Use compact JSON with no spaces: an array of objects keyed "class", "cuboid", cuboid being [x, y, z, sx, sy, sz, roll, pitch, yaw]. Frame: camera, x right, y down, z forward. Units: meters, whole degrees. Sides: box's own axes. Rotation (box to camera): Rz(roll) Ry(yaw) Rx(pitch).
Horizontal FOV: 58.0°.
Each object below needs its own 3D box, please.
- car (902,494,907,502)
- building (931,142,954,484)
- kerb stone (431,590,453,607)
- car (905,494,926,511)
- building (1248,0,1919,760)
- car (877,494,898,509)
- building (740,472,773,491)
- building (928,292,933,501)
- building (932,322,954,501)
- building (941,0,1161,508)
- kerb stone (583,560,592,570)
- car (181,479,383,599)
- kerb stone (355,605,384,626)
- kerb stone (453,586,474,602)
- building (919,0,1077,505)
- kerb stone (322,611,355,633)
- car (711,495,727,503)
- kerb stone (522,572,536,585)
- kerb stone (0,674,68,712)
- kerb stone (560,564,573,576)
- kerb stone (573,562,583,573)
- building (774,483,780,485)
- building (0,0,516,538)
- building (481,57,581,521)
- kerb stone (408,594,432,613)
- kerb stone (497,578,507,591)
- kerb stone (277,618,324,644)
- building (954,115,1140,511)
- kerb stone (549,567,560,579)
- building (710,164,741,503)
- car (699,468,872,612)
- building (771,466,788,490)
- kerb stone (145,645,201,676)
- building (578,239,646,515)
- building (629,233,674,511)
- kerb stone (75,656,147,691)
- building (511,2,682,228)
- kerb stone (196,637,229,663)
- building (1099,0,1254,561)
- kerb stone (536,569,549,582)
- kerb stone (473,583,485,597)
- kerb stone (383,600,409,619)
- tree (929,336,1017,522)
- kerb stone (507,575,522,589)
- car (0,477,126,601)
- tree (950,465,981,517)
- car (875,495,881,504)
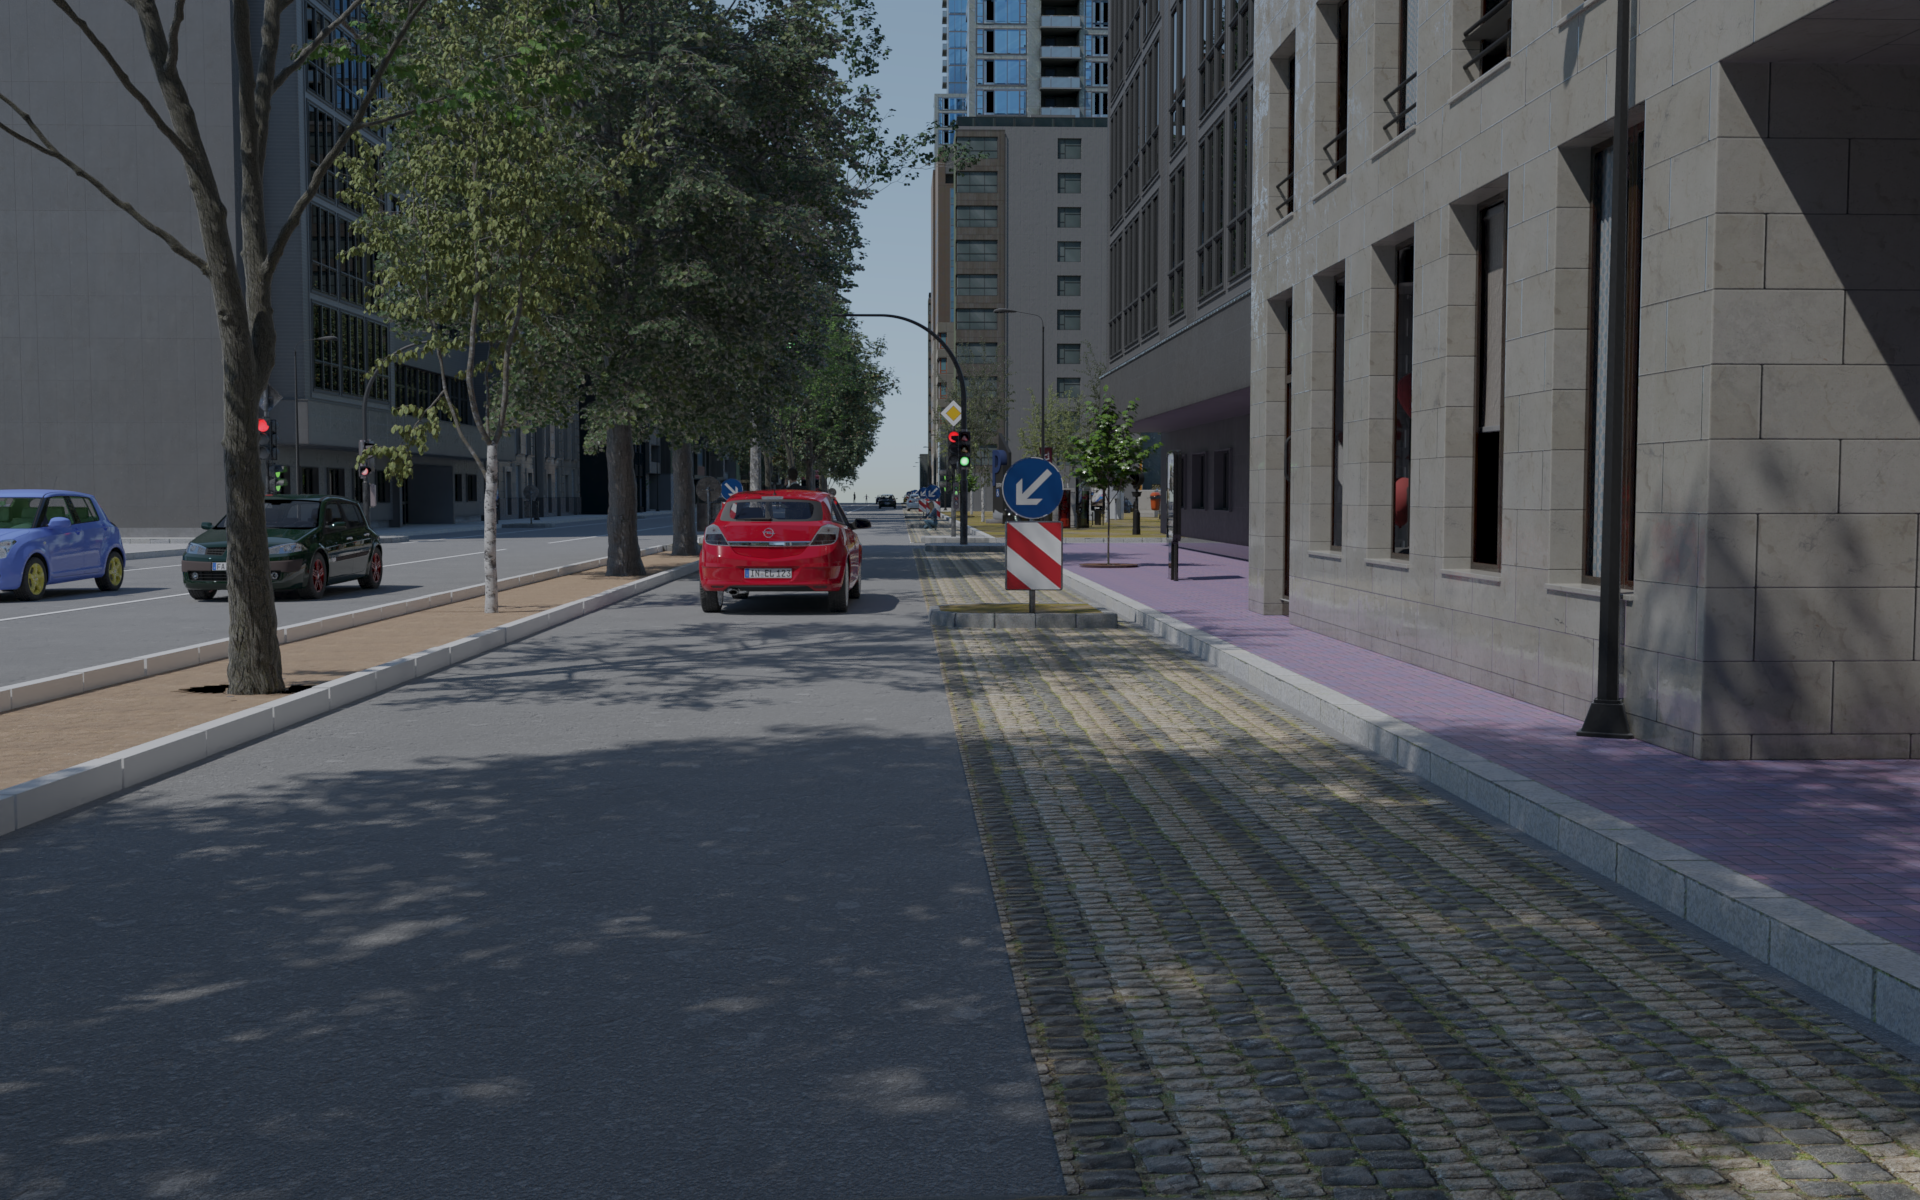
[{"class":"car","cuboid":[-7.918,-15.704,266.982,2.015,1.641,3.980,0,4,-3]},{"class":"building","cuboid":[3.964,-34.794,218.987,14.600,45.320,14.200,0,4,-2]},{"class":"kerb stone","cuboid":[-6.718,0.000,22.206,0.120,0.150,1.000,0,4,-2]},{"class":"car","cuboid":[-3.530,-8.040,143.451,2.014,1.417,4.499,0,4,-3]},{"class":"building","cuboid":[8.662,-9.512,10.275,10.420,20.320,16.860,0,4,-2]},{"class":"car","cuboid":[-7.095,-9.768,169.500,2.009,1.686,4.222,0,4,-2]},{"class":"building","cuboid":[-36.874,-34.827,224.045,22.147,44.769,28.867,0,4,-2]},{"class":"building","cuboid":[2.380,-29.121,247.823,14.160,30.474,14.107,0,4,-2]},{"class":"building","cuboid":[11.057,-21.062,189.403,27.650,21.520,28.899,0,4,-2]},{"class":"building","cuboid":[9.476,-51.636,156.921,22.319,86.520,31.000,0,4,-2]},{"class":"kerb stone","cuboid":[-7.081,-0.627,32.440,0.120,0.150,1.000,0,4,-2]},{"class":"car","cuboid":[-9.627,-0.919,24.806,2.009,1.686,4.222,0,4,-2]},{"class":"kerb stone","cuboid":[-6.608,0.188,19.141,0.120,0.150,1.000,0,4,-2]},{"class":"kerb stone","cuboid":[-6.744,-0.061,23.235,0.120,0.150,1.000,0,4,-2]},{"class":"building","cuboid":[4.931,-58.521,269.485,22.319,86.520,31.000,0,4,-2]},{"class":"kerb stone","cuboid":[-6.571,0.249,18.120,0.120,0.150,1.000,0,4,-2]},{"class":"car","cuboid":[-10.365,-4.011,77.577,2.014,1.417,4.499,0,4,-1]},{"class":"kerb stone","cuboid":[-6.898,-0.314,27.328,0.120,0.150,1.000,0,4,-2]},{"class":"kerb stone","cuboid":[-6.352,0.632,11.960,0.120,0.150,1.000,0,4,-2]},{"class":"kerb stone","cuboid":[-6.999,-0.501,30.393,0.120,0.150,1.000,0,4,-2]},{"class":"kerb stone","cuboid":[-7.043,-0.564,31.418,0.120,0.150,1.000,0,4,-2]},{"class":"building","cuboid":[-38.031,-36.611,253.212,22.147,44.769,28.867,0,4,-2]},{"class":"building","cuboid":[-27.157,-15.045,65.044,14.314,24.678,30.058,0,4,-2]},{"class":"building","cuboid":[-28.477,-18.107,93.305,12.463,27.353,25.104,0,4,-2]},{"class":"kerb stone","cuboid":[-6.683,0.067,21.185,0.120,0.150,1.000,0,4,-2]},{"class":"kerb stone","cuboid":[-6.821,-0.189,25.278,0.120,0.150,1.000,0,4,-2]},{"class":"kerb stone","cuboid":[-6.528,0.318,17.094,0.120,0.150,1.000,0,4,-2]},{"class":"building","cuboid":[6.466,-22.281,136.000,14.160,30.474,14.107,0,4,-2]},{"class":"kerb stone","cuboid":[-6.978,-0.437,29.371,0.120,0.150,1.000,0,4,-2]},{"class":"building","cuboid":[-31.854,-30.957,189.736,14.154,41.232,14.086,0,4,-2]},{"class":"car","cuboid":[-2.247,-0.820,22.448,2.155,1.783,4.494,0,3,0]},{"class":"building","cuboid":[-34.881,-30.806,275.379,14.160,30.474,14.107,0,4,-2]},{"class":"kerb stone","cuboid":[-6.427,0.500,14.023,0.120,0.150,1.000,0,4,-2]},{"class":"building","cuboid":[-28.171,-17.409,114.320,12.332,23.373,15.834,0,4,-2]},{"class":"building","cuboid":[-29.662,-22.096,132.965,14.160,30.474,14.107,0,4,-2]},{"class":"kerb stone","cuboid":[-6.396,0.565,12.989,0.120,0.150,1.000,0,4,-2]},{"class":"building","cuboid":[-31.275,-30.366,146.591,14.600,45.320,14.200,0,4,-2]},{"class":"kerb stone","cuboid":[-6.465,0.437,15.044,0.120,0.150,1.000,0,4,-2]},{"class":"building","cuboid":[10.924,-14.525,30.991,14.314,27.812,24.014,0,4,-2]},{"class":"kerb stone","cuboid":[-6.932,-0.376,28.349,0.120,0.150,1.000,0,4,-2]},{"class":"kerb stone","cuboid":[-6.791,-0.123,24.256,0.120,0.150,1.000,0,4,-2]},{"class":"kerb stone","cuboid":[-6.646,0.125,20.163,0.120,0.150,1.000,0,4,-2]},{"class":"tree","cuboid":[0.859,-7.915,79.773,4.360,8.622,3.978,0,3,0]},{"class":"kerb stone","cuboid":[-6.866,-0.251,26.300,0.120,0.150,1.000,0,4,-2]},{"class":"car","cuboid":[-13.263,-0.899,24.289,1.945,1.707,3.694,0,4,-2]},{"class":"tree","cuboid":[0.116,-6.417,99.525,1.663,3.219,1.824,0,3,0]},{"class":"car","cuboid":[-11.325,-14.523,250.024,1.945,1.354,3.894,0,4,-3]}]
